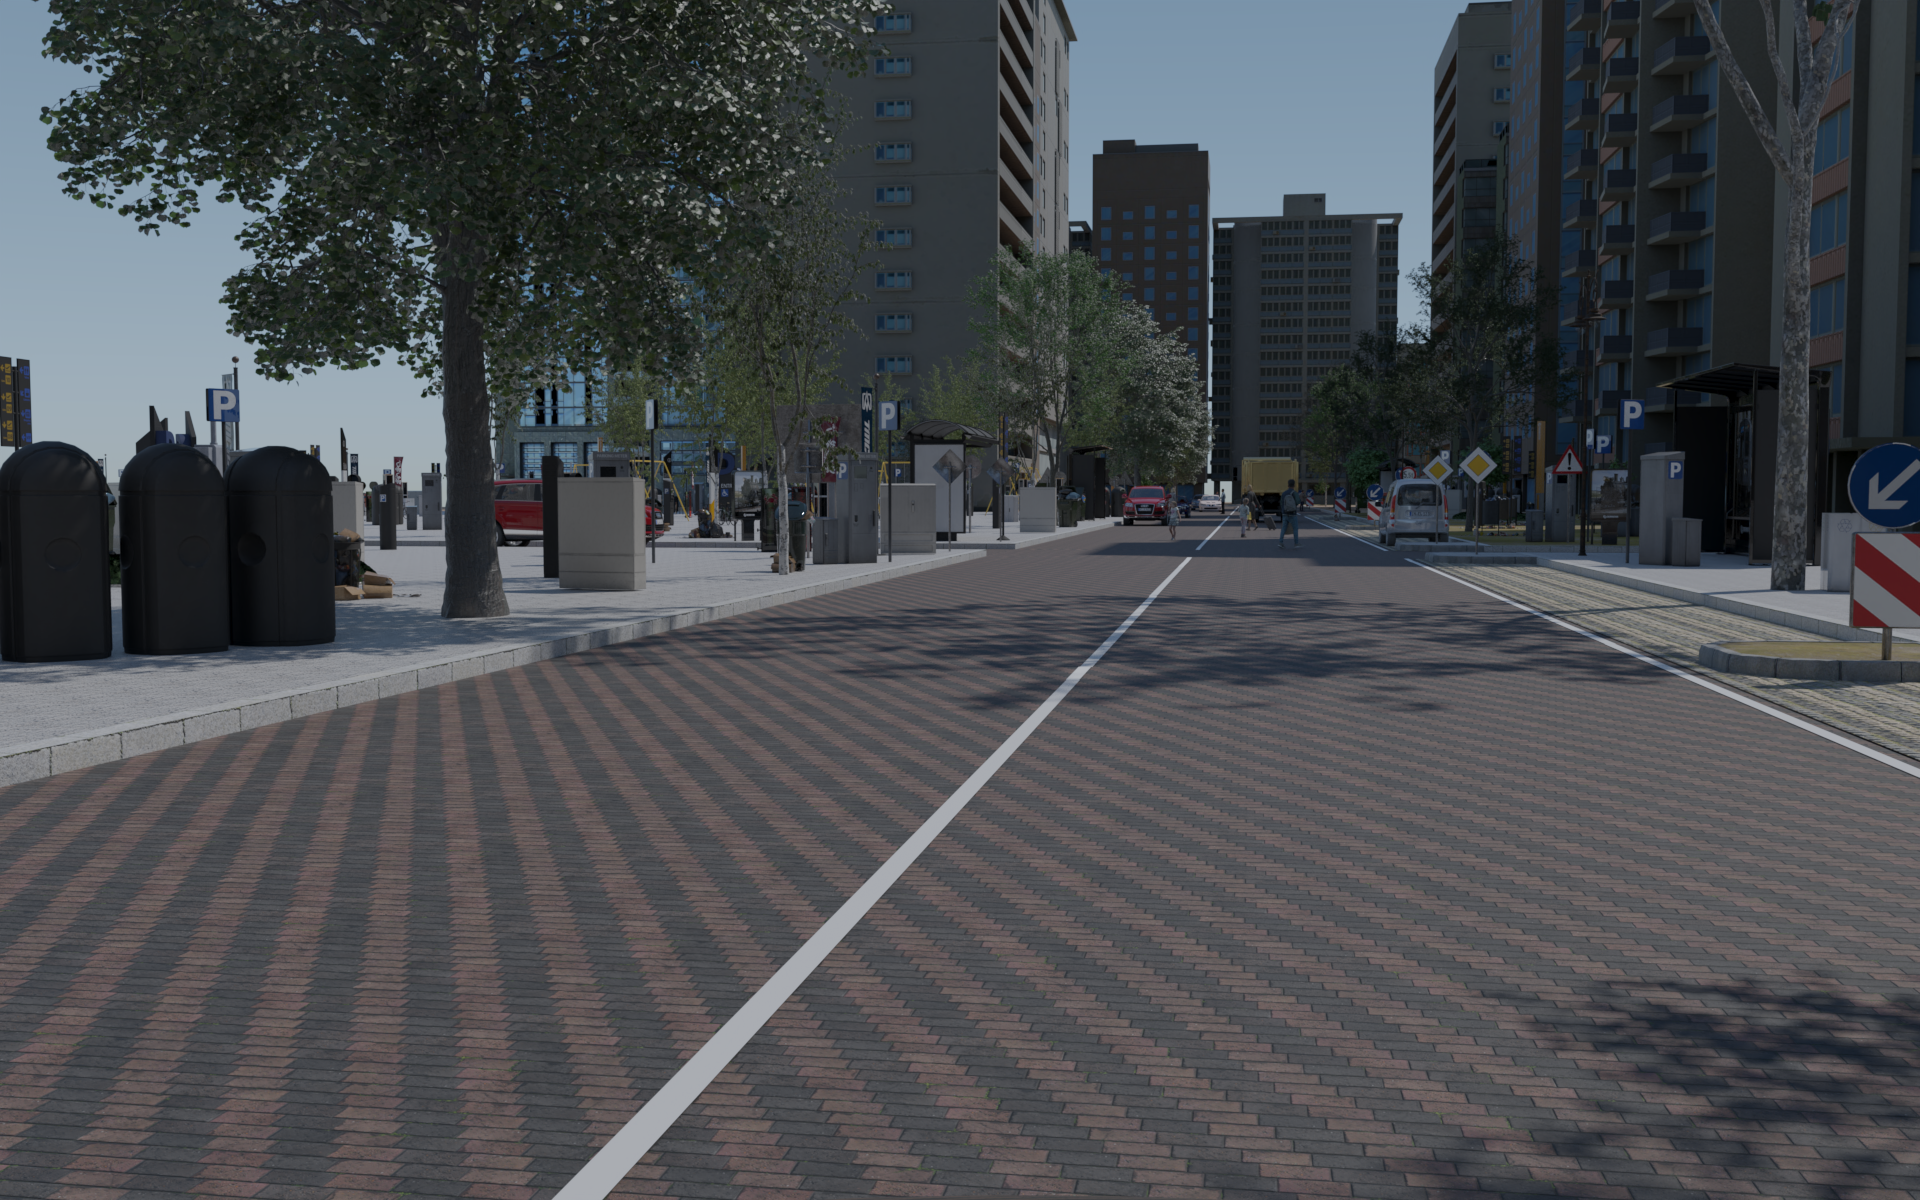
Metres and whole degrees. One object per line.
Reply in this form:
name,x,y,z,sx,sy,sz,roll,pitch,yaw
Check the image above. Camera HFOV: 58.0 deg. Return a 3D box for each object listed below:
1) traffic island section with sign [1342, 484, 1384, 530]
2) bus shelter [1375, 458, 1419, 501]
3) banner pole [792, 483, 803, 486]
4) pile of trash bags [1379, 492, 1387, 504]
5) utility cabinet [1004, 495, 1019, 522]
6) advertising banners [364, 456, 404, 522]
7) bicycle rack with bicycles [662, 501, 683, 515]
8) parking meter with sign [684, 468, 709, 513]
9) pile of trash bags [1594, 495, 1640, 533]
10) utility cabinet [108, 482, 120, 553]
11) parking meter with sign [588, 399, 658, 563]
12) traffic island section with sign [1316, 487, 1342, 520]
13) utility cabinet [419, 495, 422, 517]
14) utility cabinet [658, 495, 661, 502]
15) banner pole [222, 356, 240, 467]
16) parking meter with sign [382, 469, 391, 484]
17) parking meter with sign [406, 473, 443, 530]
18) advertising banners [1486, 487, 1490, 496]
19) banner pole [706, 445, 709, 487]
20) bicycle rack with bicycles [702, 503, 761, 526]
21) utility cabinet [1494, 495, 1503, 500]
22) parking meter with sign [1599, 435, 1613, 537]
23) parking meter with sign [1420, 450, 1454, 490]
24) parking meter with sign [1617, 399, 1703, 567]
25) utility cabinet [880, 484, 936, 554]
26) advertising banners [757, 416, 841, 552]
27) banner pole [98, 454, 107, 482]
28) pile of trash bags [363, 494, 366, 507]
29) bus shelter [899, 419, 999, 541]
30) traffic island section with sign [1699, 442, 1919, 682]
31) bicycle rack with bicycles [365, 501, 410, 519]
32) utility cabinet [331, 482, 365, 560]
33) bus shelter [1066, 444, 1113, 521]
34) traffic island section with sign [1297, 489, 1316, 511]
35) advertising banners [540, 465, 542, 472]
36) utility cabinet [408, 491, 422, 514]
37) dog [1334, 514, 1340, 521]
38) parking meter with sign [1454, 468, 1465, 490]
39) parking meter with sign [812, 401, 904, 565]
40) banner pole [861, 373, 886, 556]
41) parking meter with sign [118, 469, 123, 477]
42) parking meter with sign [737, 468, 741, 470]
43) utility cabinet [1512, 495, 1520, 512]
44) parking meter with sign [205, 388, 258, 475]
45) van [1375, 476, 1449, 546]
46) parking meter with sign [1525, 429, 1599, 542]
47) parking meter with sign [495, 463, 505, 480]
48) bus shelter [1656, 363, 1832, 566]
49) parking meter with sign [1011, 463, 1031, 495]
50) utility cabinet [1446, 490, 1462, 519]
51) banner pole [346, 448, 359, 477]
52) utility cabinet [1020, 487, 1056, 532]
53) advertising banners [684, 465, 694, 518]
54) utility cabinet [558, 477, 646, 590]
traffic island section with sign,16.474,-3.718,69.413,1.989,1.847,2.006,1,4,9
bus shelter,24.939,-6.423,98.946,2.014,3.302,5.546,1,4,10
banner pole,-8.907,-6.365,94.088,0.863,3.779,0.401,1,4,21
pile of trash bags,23.240,-5.130,93.620,1.912,1.369,3.447,1,4,22
utility cabinet,2.263,-4.172,79.372,0.306,1.237,1.020,-2,4,-35
advertising banners,-26.540,-5.117,79.848,0.090,3.025,2.074,3,5,40
bicycle rack with bicycles,-18.438,-5.808,108.339,2.852,0.926,2.925,-1,4,-14
parking meter with sign,-17.441,-7.292,115.490,1.738,3.016,0.543,1,4,9
pile of trash bags,21.846,-2.810,55.698,1.912,1.369,3.447,-3,5,-42
utility cabinet,-15.807,-1.477,32.830,0.318,1.500,1.173,-3,5,-40
parking meter with sign,-6.432,-2.167,31.690,1.738,3.016,0.543,-2,4,-25
traffic island section with sign,20.931,-5.344,95.999,1.989,1.847,2.006,1,4,9
utility cabinet,-30.368,-5.368,98.924,1.020,1.237,0.306,-1,4,-14
utility cabinet,-17.880,-5.527,101.531,0.306,1.237,1.020,-3,4,-38
banner pole,-13.309,-2.549,31.698,0.401,3.779,0.863,-3,5,-44
parking meter with sign,-40.506,-7.704,122.222,0.543,3.016,1.738,-2,4,-26
parking meter with sign,-18.890,-4.015,61.904,1.738,3.016,0.543,-1,4,-13
advertising banners,31.861,-6.655,104.999,0.090,3.025,2.074,0,4,0
banner pole,-11.181,-5.342,77.358,0.401,3.779,0.863,1,4,15
bicycle rack with bicycles,-9.402,-3.558,71.558,2.852,0.926,2.925,-1,4,-17
utility cabinet,34.939,-6.180,112.198,1.020,1.237,0.306,-3,5,-44
parking meter with sign,19.713,-3.395,51.767,1.738,3.016,0.543,-2,4,-35
parking meter with sign,18.629,-4.431,68.704,1.738,3.016,0.543,-2,4,-27
parking meter with sign,12.660,-2.141,31.267,0.543,3.016,1.738,-1,4,-20
utility cabinet,-1.104,-1.717,36.749,1.173,1.500,0.318,0,4,-6
advertising banners,-3.553,-2.587,38.478,2.074,3.025,0.090,-2,4,-31
banner pole,-53.307,-7.203,107.786,0.401,3.779,0.863,1,4,19
pile of trash bags,-35.773,-5.586,101.089,1.912,1.369,3.447,3,4,38
bus shelter,-0.195,-3.403,49.561,2.014,3.302,5.546,1,4,10
traffic island section with sign,7.182,-0.333,14.069,1.989,1.847,2.006,1,4,9
bicycle rack with bicycles,-29.186,-4.582,88.293,2.852,0.926,2.925,0,4,4
utility cabinet,-11.254,-1.360,30.911,1.173,1.500,0.318,1,4,8
bus shelter,6.405,-5.740,85.136,1.731,3.624,6.357,1,4,10
traffic island section with sign,29.153,-8.340,144.992,1.989,1.847,2.006,1,4,9
advertising banners,-23.955,-6.540,103.113,2.074,3.025,0.090,0,4,4
utility cabinet,-34.739,-6.240,110.703,1.173,1.500,0.318,0,4,-7
dog,19.836,-4.324,90.889,0.748,0.427,0.550,-2,4,-30
parking meter with sign,32.831,-7.302,115.649,1.738,3.016,0.543,-2,4,-27
parking meter with sign,-1.932,-2.185,31.992,1.738,3.016,0.543,-3,5,-42
banner pole,-1.841,-2.803,35.838,0.401,3.779,0.863,2,4,27
parking meter with sign,-58.952,-7.617,120.799,0.543,3.016,1.738,1,4,11
parking meter with sign,-14.942,-7.307,115.733,0.543,3.016,1.738,-1,4,-14
utility cabinet,34.266,-5.855,106.895,0.306,1.237,1.020,0,4,2
parking meter with sign,-11.542,-1.954,28.208,1.738,3.016,0.543,3,4,38
van,12.719,-2.546,48.640,2.013,2.044,4.112,1,4,9
parking meter with sign,16.043,-3.061,46.303,1.738,3.016,0.543,0,4,-8
parking meter with sign,-25.862,-6.197,97.577,0.543,3.016,1.738,-1,4,-18
bus shelter,15.178,-2.606,33.894,1.731,3.624,6.357,1,4,10
parking meter with sign,3.633,-6.082,95.700,0.543,3.016,1.738,-3,5,-42
utility cabinet,25.115,-4.900,88.794,1.173,1.500,0.318,3,5,40
banner pole,-32.996,-6.358,93.972,0.863,3.779,0.401,-3,5,-44
utility cabinet,2.576,-2.963,57.126,1.173,1.500,0.318,1,4,10
advertising banners,-14.482,-5.908,92.776,0.090,3.025,2.074,0,4,5
utility cabinet,-4.776,-0.884,23.125,1.173,1.500,0.318,1,4,22
